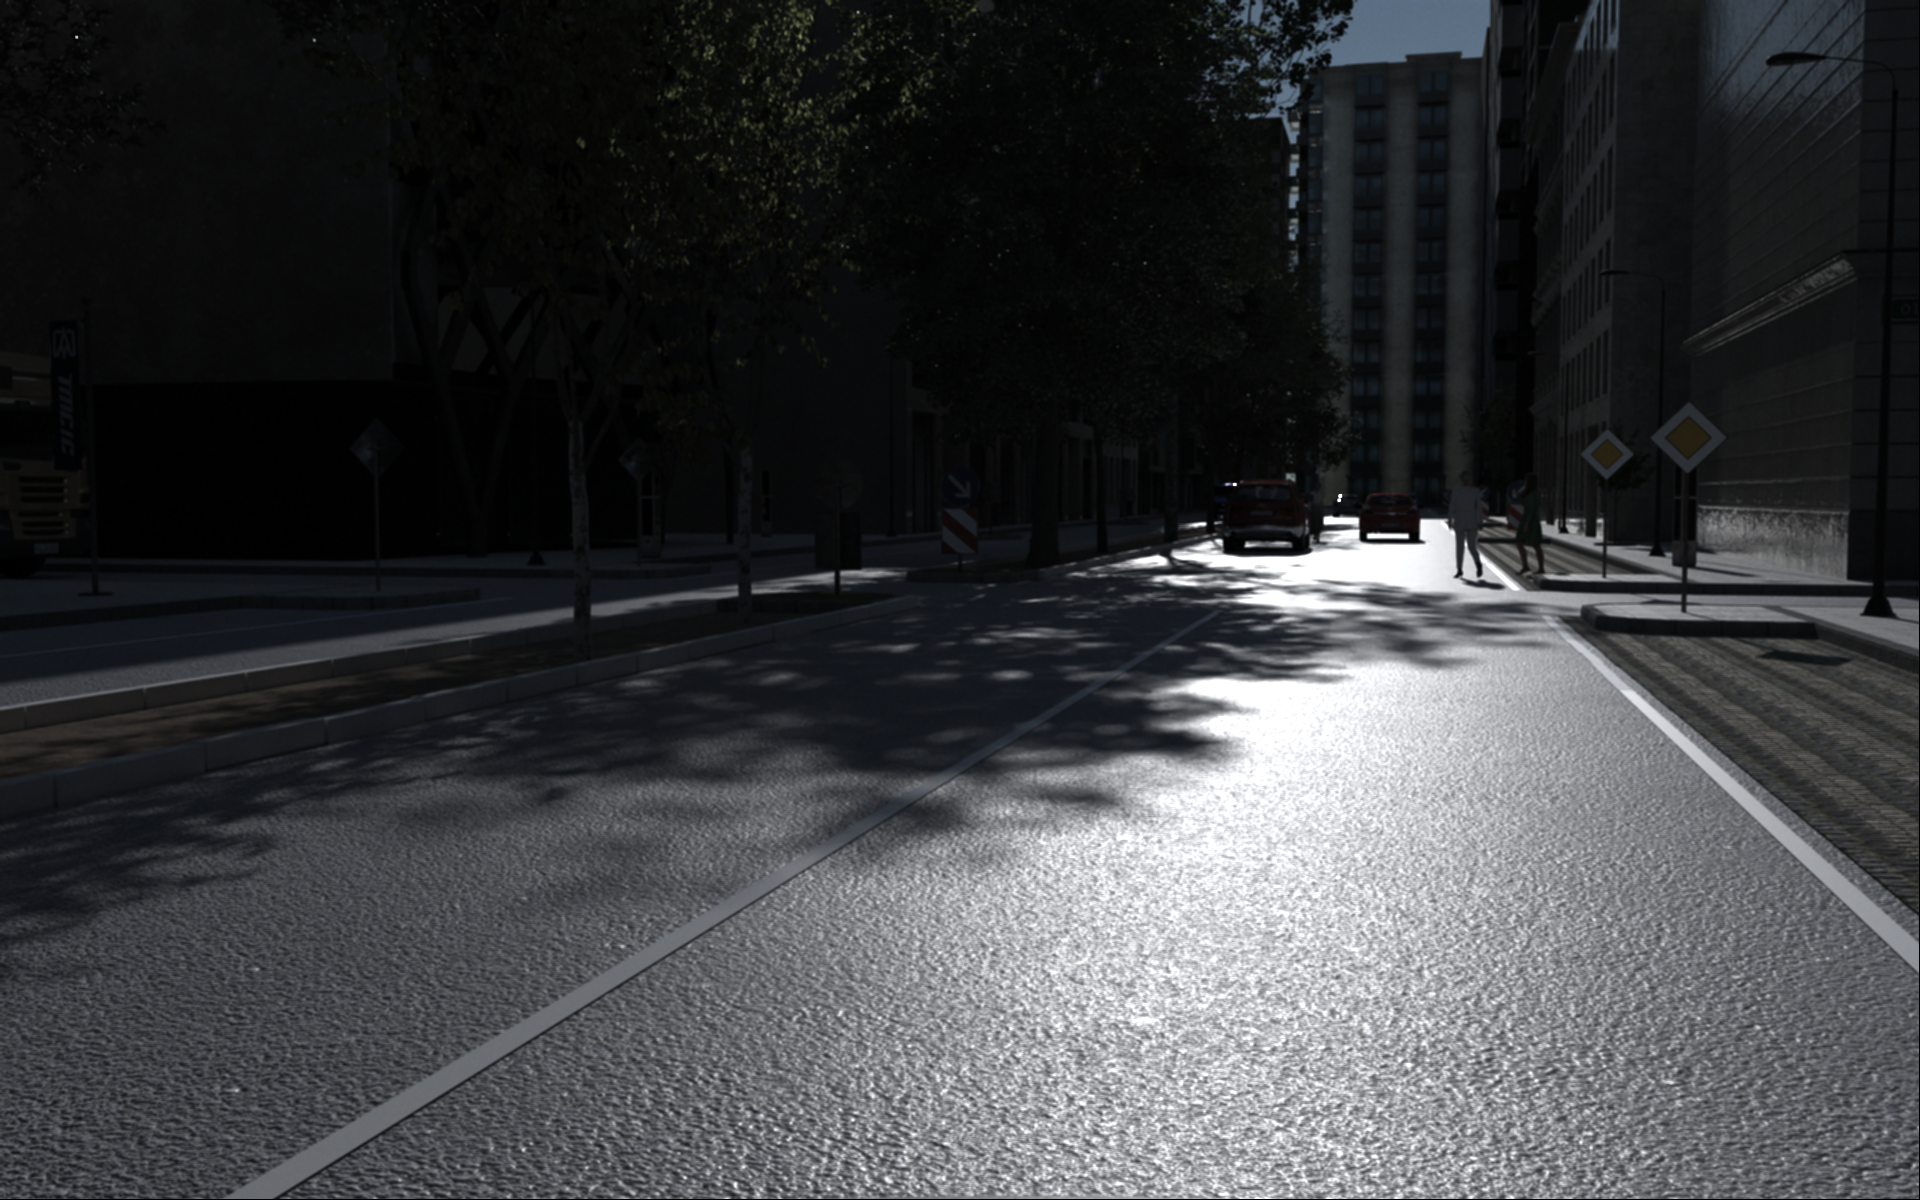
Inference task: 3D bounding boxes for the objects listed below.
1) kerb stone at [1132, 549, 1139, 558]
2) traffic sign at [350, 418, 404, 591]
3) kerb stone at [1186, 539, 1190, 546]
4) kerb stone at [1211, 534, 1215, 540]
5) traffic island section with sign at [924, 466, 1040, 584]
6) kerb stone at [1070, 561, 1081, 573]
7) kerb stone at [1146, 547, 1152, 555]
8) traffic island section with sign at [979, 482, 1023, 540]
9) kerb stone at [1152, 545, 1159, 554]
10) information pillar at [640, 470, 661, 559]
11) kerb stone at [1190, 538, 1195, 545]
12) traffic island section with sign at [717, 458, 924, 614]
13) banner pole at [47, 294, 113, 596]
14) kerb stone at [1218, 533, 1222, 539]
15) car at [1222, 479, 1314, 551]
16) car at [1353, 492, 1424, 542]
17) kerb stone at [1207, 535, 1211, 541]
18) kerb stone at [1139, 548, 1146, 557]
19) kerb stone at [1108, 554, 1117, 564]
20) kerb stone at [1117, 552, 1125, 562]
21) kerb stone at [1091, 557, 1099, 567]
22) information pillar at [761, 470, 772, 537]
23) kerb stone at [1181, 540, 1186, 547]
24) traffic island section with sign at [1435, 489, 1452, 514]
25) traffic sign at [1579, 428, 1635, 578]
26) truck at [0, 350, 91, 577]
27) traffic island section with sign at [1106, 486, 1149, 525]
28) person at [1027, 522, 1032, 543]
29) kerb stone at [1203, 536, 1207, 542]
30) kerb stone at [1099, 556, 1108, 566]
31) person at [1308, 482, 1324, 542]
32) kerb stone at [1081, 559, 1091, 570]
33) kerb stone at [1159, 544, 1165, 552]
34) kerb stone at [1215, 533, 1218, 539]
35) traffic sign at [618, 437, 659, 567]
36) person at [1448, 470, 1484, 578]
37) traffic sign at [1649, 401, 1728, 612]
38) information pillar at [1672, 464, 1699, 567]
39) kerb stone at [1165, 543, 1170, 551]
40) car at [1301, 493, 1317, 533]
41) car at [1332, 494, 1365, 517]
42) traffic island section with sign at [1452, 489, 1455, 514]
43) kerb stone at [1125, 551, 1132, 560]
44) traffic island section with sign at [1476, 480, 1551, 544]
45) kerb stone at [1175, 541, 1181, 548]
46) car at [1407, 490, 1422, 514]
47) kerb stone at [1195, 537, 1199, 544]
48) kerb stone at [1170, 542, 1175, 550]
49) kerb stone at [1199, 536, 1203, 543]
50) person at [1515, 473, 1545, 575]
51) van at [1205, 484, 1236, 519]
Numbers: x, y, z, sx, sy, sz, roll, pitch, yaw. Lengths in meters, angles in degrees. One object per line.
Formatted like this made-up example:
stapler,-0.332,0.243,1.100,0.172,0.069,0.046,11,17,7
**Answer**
kerb stone,3.817,-1.008,38.725,0.120,0.150,1.000,1,4,15
traffic sign,-7.669,-1.171,22.787,0.795,2.450,0.064,1,4,15
kerb stone,6.140,-1.557,47.646,0.120,0.150,1.000,1,4,15
kerb stone,7.689,-1.921,53.600,0.120,0.150,1.000,1,4,15
traffic island section with sign,0.157,-1.259,28.715,2.006,1.907,1.989,1,4,15
kerb stone,2.018,-0.578,31.789,0.120,0.150,1.000,1,4,15
kerb stone,4.332,-1.129,40.714,0.120,0.150,1.000,1,4,15
traffic island section with sign,0.902,-2.808,54.541,1.989,1.847,2.006,1,4,15
kerb stone,4.593,-1.193,41.702,0.120,0.150,1.000,1,4,15
information pillar,-6.174,-1.838,34.544,0.304,2.012,0.304,1,4,16
kerb stone,6.405,-1.617,48.633,0.120,0.150,1.000,1,4,15
traffic island section with sign,-1.719,-0.820,21.548,2.006,1.907,1.989,1,4,15
banner pole,-11.173,-1.951,21.915,0.863,3.779,0.401,1,4,20
kerb stone,8.212,-2.040,55.587,0.120,0.150,1.000,1,4,15
car,7.991,-2.218,44.938,2.281,1.827,5.304,1,4,14
car,13.351,-2.745,53.924,2.155,1.783,4.494,1,4,13
kerb stone,7.432,-1.855,52.611,0.120,0.150,1.000,1,4,15
kerb stone,4.076,-1.072,39.724,0.120,0.150,1.000,1,4,15
kerb stone,3.039,-0.830,35.758,0.120,0.150,1.000,1,4,15
kerb stone,3.313,-0.887,36.743,0.120,0.150,1.000,1,4,15
kerb stone,2.519,-0.708,33.775,0.120,0.150,1.000,1,4,15
information pillar,-5.796,-2.897,51.861,0.304,2.012,0.304,0,4,0
kerb stone,5.886,-1.495,46.656,0.120,0.150,1.000,1,4,15
traffic island section with sign,35.625,-7.138,125.340,1.989,1.847,2.006,1,4,15
traffic sign,9.866,-1.396,26.468,0.795,2.450,0.064,1,4,15
truck,-19.964,-2.510,29.951,11.283,4.237,2.839,1,4,15
traffic island section with sign,7.749,-4.416,80.835,1.989,1.847,2.006,1,4,15
person,2.170,-2.343,47.160,0.624,1.780,0.694,1,4,18
kerb stone,7.175,-1.799,51.617,0.120,0.150,1.000,1,4,15
kerb stone,2.785,-0.767,34.763,0.120,0.150,1.000,1,4,15
person,10.758,-2.664,52.285,0.478,1.798,0.641,1,4,16
kerb stone,2.277,-0.647,32.778,0.120,0.150,1.000,1,4,15
kerb stone,4.855,-1.254,42.697,0.120,0.150,1.000,1,4,15
kerb stone,7.953,-1.978,54.597,0.120,0.150,1.000,1,4,15
traffic sign,-5.657,-1.644,30.515,0.795,2.450,0.064,1,4,15
person,8.578,-1.279,29.285,0.514,1.842,0.818,0,4,-7
traffic sign,7.854,-0.923,18.739,0.795,2.450,0.064,1,4,15
information pillar,12.877,-1.605,30.741,0.304,2.012,0.304,0,4,-5
kerb stone,5.111,-1.314,43.687,0.120,0.150,1.000,1,4,15
car,12.451,-3.400,64.625,2.155,1.783,4.494,1,4,16
car,24.378,-5.916,108.733,2.014,1.417,4.499,1,4,16
traffic island section with sign,23.011,-4.173,76.855,1.989,1.847,2.006,1,4,15
kerb stone,3.559,-0.950,37.736,0.120,0.150,1.000,1,4,15
traffic island section with sign,16.221,-2.577,50.766,1.989,1.847,2.006,1,4,15
kerb stone,5.630,-1.434,45.665,0.120,0.150,1.000,1,4,15
car,31.122,-6.784,120.511,1.945,1.707,3.694,1,4,14
kerb stone,6.656,-1.674,49.625,0.120,0.150,1.000,1,4,15
kerb stone,5.364,-1.375,44.677,0.120,0.150,1.000,1,4,15
kerb stone,6.911,-1.737,50.625,0.120,0.150,1.000,1,4,15
person,9.994,-1.319,30.305,0.529,1.795,0.600,1,4,14
van,15.380,-5.827,99.658,2.240,2.365,5.245,1,4,14
